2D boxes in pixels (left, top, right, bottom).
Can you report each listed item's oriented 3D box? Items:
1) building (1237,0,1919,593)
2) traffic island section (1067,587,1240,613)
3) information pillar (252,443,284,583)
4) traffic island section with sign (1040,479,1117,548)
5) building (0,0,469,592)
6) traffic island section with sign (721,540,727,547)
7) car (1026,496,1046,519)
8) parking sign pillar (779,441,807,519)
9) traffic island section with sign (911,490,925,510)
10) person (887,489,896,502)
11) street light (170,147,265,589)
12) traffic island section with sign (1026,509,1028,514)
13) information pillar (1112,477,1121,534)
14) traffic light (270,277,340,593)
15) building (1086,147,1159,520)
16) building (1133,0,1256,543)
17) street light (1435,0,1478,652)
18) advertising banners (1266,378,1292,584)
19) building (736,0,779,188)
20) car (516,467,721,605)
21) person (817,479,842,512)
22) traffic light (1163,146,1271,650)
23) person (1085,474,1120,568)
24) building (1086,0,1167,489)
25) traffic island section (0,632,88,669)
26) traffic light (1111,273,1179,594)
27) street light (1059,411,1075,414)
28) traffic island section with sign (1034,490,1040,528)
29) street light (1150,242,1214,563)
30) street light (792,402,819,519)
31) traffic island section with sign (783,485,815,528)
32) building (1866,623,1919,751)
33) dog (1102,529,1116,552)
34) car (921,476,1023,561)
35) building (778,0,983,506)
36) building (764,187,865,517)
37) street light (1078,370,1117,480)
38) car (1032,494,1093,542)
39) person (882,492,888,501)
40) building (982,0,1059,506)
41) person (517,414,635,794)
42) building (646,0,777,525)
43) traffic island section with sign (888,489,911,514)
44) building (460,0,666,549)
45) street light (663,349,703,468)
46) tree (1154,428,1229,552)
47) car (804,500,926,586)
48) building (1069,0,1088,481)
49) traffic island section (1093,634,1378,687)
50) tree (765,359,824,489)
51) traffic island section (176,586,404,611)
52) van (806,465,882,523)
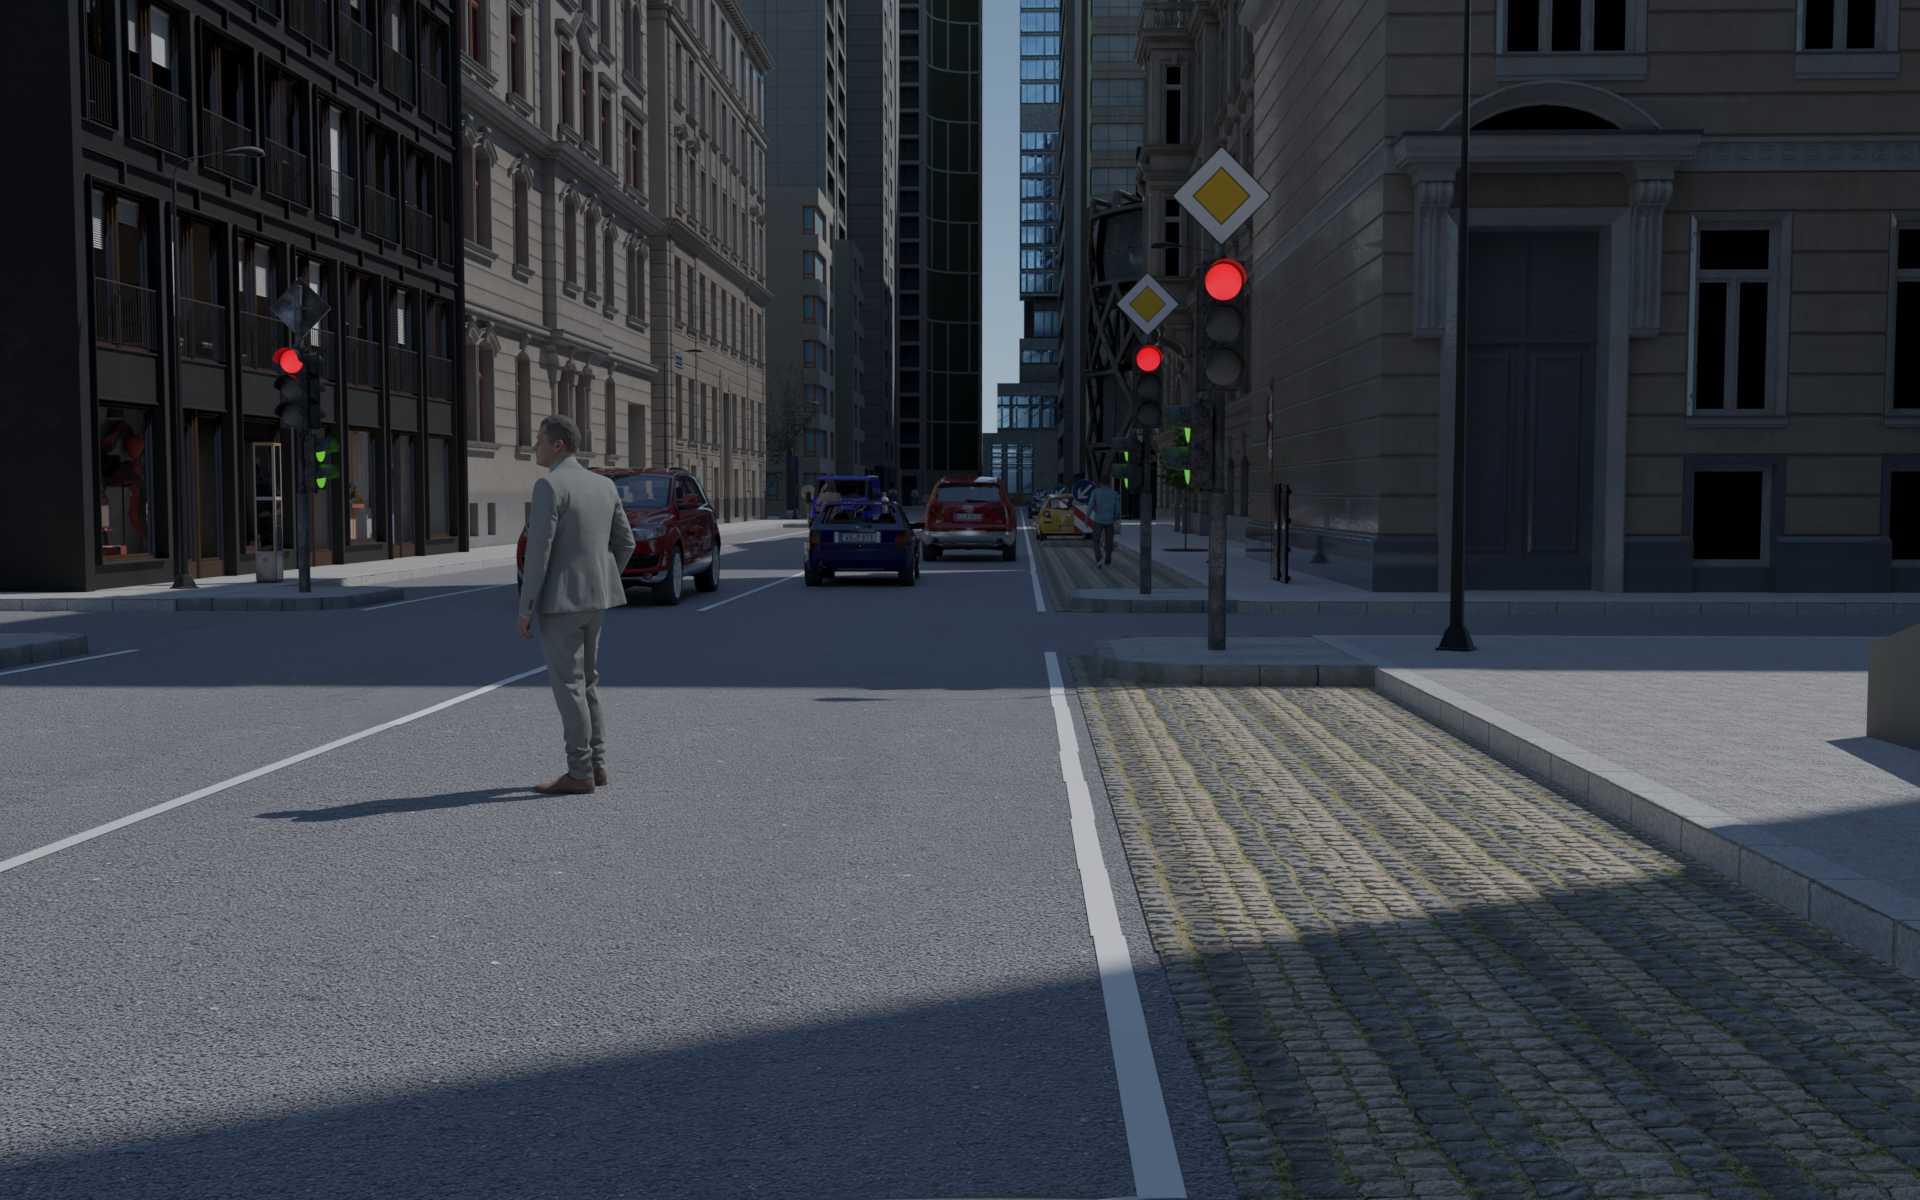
[{"bbox_3d":[15.313,-14.784,27.631,20.117,28.700,13.634,0,4,2],"label":"building"},{"bbox_3d":[2.406,0.001,22.266,2.009,0.180,2.903,0,4,2],"label":"traffic island section"},{"bbox_3d":[-9.983,-1.254,24.997,0.304,2.012,0.304,0,4,-3],"label":"information pillar"},{"bbox_3d":[3.245,-2.345,46.972,1.989,1.847,2.006,0,4,2],"label":"traffic island section with sign"},{"bbox_3d":[-17.280,-12.250,29.971,12.332,23.373,15.834,0,4,2],"label":"building"},{"bbox_3d":[-7.429,-2.360,47.216,1.989,1.847,2.006,0,4,2],"label":"traffic island section with sign"},{"bbox_3d":[4.808,-5.390,100.706,1.945,1.354,3.894,0,4,1],"label":"car"},{"bbox_3d":[-8.613,-6.153,89.080,1.447,3.967,1.447,0,4,5],"label":"parking sign pillar"},{"bbox_3d":[-3.912,-8.781,152.192,1.989,1.847,2.006,0,4,2],"label":"traffic island section with sign"},{"bbox_3d":[-4.273,-5.986,106.824,0.568,1.767,0.683,3,4,38],"label":"person"},{"bbox_3d":[-10.008,-3.108,23.355,1.470,5.913,1.316,0,4,2],"label":"street light"},{"bbox_3d":[5.823,-7.054,123.964,1.989,1.847,2.006,0,4,2],"label":"traffic island section with sign"},{"bbox_3d":[5.003,-3.117,55.459,0.304,2.012,0.304,0,4,3],"label":"information pillar"},{"bbox_3d":[-8.539,-2.054,22.501,0.839,4.253,0.868,0,4,2],"label":"traffic light"},{"bbox_3d":[14.847,-13.526,88.597,16.820,18.784,16.811,0,4,2],"label":"building"},{"bbox_3d":[13.004,-14.526,56.591,14.460,24.649,34.723,0,4,2],"label":"building"},{"bbox_3d":[3.549,-2.543,14.112,1.470,5.913,1.316,0,4,2],"label":"street light"},{"bbox_3d":[4.694,-1.798,25.581,0.090,3.025,2.074,0,4,2],"label":"advertising banners"},{"bbox_3d":[-16.498,-44.220,161.241,20.611,71.187,20.563,0,4,2],"label":"building"},{"bbox_3d":[-4.610,-0.937,23.986,2.281,1.827,5.304,0,4,1],"label":"car"},{"bbox_3d":[-2.617,-1.642,35.944,0.593,1.750,0.643,-2,4,-28],"label":"person"},{"bbox_3d":[2.099,-1.544,14.173,0.839,4.253,0.868,0,4,2],"label":"traffic light"},{"bbox_3d":[2.758,-1.519,33.349,0.660,1.820,0.620,-1,4,-10],"label":"person"},{"bbox_3d":[14.790,-25.875,106.649,14.154,41.232,14.086,0,4,2],"label":"building"},{"bbox_3d":[-8.846,0.466,14.657,2.009,0.180,2.903,0,4,2],"label":"traffic island section"},{"bbox_3d":[2.366,-2.033,22.154,0.839,4.253,0.868,0,4,2],"label":"traffic light"},{"bbox_3d":[6.233,-7.625,97.213,1.470,5.913,1.316,0,4,2],"label":"street light"},{"bbox_3d":[4.139,-3.993,73.912,1.989,1.847,2.006,0,4,2],"label":"traffic island section with sign"},{"bbox_3d":[4.200,-3.638,32.027,1.470,5.913,1.316,0,4,2],"label":"street light"},{"bbox_3d":[-7.829,-7.033,87.533,1.470,5.913,1.316,0,4,2],"label":"street light"},{"bbox_3d":[-6.516,-4.030,74.510,1.989,1.847,2.006,0,4,2],"label":"traffic island section with sign"},{"bbox_3d":[20.668,-18.875,0.492,32.217,40.220,23.993,0,4,2],"label":"building"},{"bbox_3d":[3.608,-1.605,43.083,0.513,0.831,0.800,2,4,33],"label":"dog"},{"bbox_3d":[0.251,-1.827,38.550,2.281,1.827,5.304,0,4,2],"label":"car"},{"bbox_3d":[-7.943,-46.021,190.692,20.611,71.187,20.563,0,4,2],"label":"building"},{"bbox_3d":[-21.299,-16.372,112.730,27.650,21.520,28.899,0,4,2],"label":"building"},{"bbox_3d":[5.272,-5.642,64.792,1.470,5.913,1.316,0,4,2],"label":"street light"},{"bbox_3d":[3.230,-2.628,53.197,2.015,1.641,3.980,0,4,0],"label":"car"},{"bbox_3d":[-3.541,-4.172,79.316,0.503,1.515,0.523,-2,4,-34],"label":"person"},{"bbox_3d":[18.216,-53.673,190.232,31.000,86.520,22.319,0,4,2],"label":"building"},{"bbox_3d":[-1.863,0.016,8.338,0.391,1.810,0.635,1,4,19],"label":"person"},{"bbox_3d":[-15.696,-16.937,74.180,12.463,27.353,25.104,0,4,2],"label":"building"},{"bbox_3d":[-4.815,-7.126,125.142,1.989,1.847,2.006,0,4,2],"label":"traffic island section with sign"},{"bbox_3d":[-17.398,-16.048,49.779,14.401,28.519,23.554,0,4,2],"label":"building"},{"bbox_3d":[-8.900,-5.070,55.443,1.470,5.913,1.316,0,4,2],"label":"street light"},{"bbox_3d":[5.209,-2.710,38.910,1.663,3.219,1.824,0,3,0],"label":"tree"},{"bbox_3d":[-1.550,-0.964,28.336,1.945,1.354,3.894,0,4,1],"label":"car"},{"bbox_3d":[15.109,-28.811,121.170,14.600,45.320,14.200,0,4,2],"label":"building"},{"bbox_3d":[2.139,0.489,14.286,2.009,0.180,2.903,0,4,2],"label":"traffic island section"},{"bbox_3d":[-9.404,-8.697,92.562,4.360,8.622,3.978,0,3,0],"label":"tree"},{"bbox_3d":[-8.579,-0.022,22.637,2.009,0.180,2.903,0,4,2],"label":"traffic island section"},{"bbox_3d":[-3.603,-3.115,55.313,2.240,2.365,5.245,0,4,2],"label":"van"}]
